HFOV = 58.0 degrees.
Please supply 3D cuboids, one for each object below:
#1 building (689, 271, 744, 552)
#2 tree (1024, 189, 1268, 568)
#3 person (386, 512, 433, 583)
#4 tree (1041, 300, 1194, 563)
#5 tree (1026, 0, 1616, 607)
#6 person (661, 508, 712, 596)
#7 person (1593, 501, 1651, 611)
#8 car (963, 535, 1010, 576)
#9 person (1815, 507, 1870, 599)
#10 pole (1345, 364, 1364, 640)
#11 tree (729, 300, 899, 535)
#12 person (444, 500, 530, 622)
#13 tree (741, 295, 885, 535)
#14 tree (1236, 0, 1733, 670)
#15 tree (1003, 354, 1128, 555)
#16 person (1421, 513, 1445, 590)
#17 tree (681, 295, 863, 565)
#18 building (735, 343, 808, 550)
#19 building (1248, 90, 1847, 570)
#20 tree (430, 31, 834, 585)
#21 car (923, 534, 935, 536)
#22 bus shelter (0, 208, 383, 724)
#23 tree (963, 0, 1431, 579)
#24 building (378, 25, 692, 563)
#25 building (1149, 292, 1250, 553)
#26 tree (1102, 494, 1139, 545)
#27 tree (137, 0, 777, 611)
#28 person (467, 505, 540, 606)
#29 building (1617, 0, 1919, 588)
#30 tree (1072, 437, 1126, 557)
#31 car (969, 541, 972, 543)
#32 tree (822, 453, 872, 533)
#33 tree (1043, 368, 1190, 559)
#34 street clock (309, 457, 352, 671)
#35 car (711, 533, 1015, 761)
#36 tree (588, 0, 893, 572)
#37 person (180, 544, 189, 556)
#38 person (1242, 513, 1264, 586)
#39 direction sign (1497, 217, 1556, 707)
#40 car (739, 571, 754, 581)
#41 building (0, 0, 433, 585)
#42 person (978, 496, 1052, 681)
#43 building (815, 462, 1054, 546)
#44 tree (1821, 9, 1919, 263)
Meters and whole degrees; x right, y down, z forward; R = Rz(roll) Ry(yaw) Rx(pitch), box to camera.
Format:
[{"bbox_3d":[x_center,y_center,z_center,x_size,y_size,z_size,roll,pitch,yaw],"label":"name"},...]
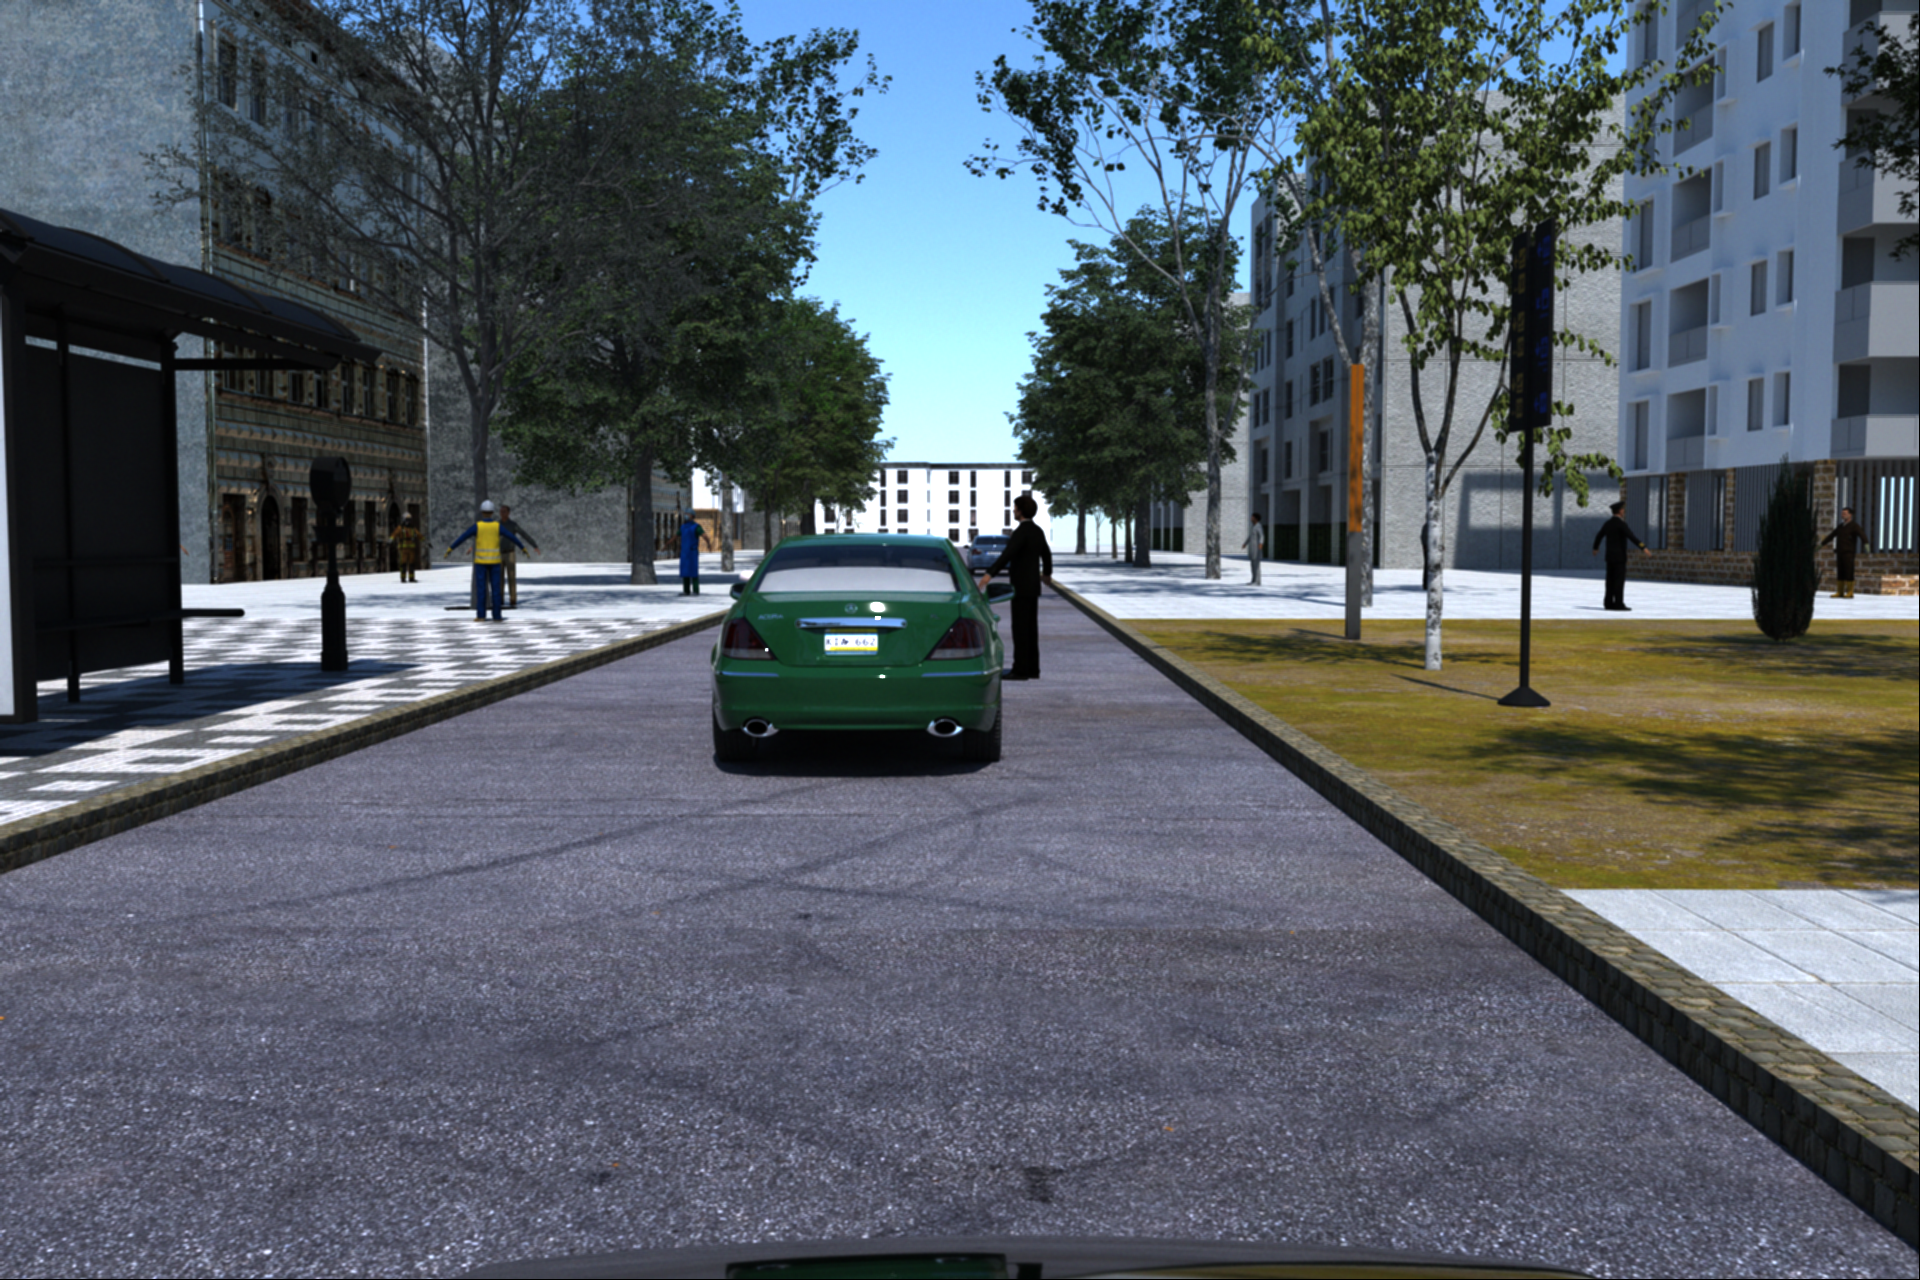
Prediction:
[{"bbox_3d":[-22.410,-16.417,124.832,16.016,20.090,11.380,0,4,1],"label":"building"},{"bbox_3d":[6.934,-9.738,65.870,9.857,13.997,8.962,0,3,0],"label":"tree"},{"bbox_3d":[-14.580,-2.444,45.733,0.705,1.858,1.354,3,5,41],"label":"person"},{"bbox_3d":[7.471,-9.236,76.771,9.928,11.665,9.643,0,3,0],"label":"tree"},{"bbox_3d":[7.588,-10.731,31.343,12.611,20.169,13.585,0,3,0],"label":"tree"},{"bbox_3d":[-5.590,-1.809,35.709,1.347,1.817,0.704,2,4,33],"label":"person"},{"bbox_3d":[11.045,-1.416,29.080,0.705,1.837,1.347,-1,4,-20],"label":"person"},{"bbox_3d":[1.129,-3.006,61.149,2.014,1.417,4.499,0,4,0],"label":"car"},{"bbox_3d":[17.677,-1.741,34.605,0.704,1.812,1.346,-1,4,-18],"label":"person"},{"bbox_3d":[4.773,-1.658,20.950,0.158,3.312,0.155,0,3,0],"label":"pole"},{"bbox_3d":[-8.207,-11.443,93.752,9.857,13.997,8.962,0,3,0],"label":"tree"},{"bbox_3d":[-6.915,-1.155,25.346,1.216,1.772,0.721,-1,4,-22],"label":"person"},{"bbox_3d":[-7.113,-10.072,82.808,7.486,12.596,7.792,0,3,0],"label":"tree"},{"bbox_3d":[4.477,-4.007,15.873,4.737,8.622,4.395,0,3,0],"label":"tree"},{"bbox_3d":[7.454,-12.207,106.232,9.857,13.997,8.962,0,3,0],"label":"tree"},{"bbox_3d":[10.844,-2.064,39.878,0.705,1.813,1.348,2,4,33],"label":"person"},{"bbox_3d":[-8.011,-9.003,72.955,9.928,11.665,9.643,0,3,0],"label":"tree"},{"bbox_3d":[-23.454,-19.363,147.509,19.493,23.208,18.063,0,4,1],"label":"building"},{"bbox_3d":[23.812,-12.925,77.777,16.747,18.905,31.486,0,4,1],"label":"building"},{"bbox_3d":[-8.099,-8.359,43.318,9.857,13.997,8.962,0,3,0],"label":"tree"},{"bbox_3d":[-1.657,-3.892,73.414,2.009,1.686,4.222,0,4,1],"label":"car"},{"bbox_3d":[-6.041,-1.124,12.302,2.014,3.302,5.546,0,4,1],"label":"bus shelter"},{"bbox_3d":[6.376,-11.719,47.495,12.611,20.169,13.585,0,3,0],"label":"tree"},{"bbox_3d":[-23.800,-15.504,84.423,19.493,23.208,18.063,0,4,0],"label":"building"},{"bbox_3d":[24.176,-16.441,135.267,16.747,18.905,31.486,0,4,1],"label":"building"},{"bbox_3d":[20.248,-17.789,197.498,9.857,13.997,8.962,0,3,0],"label":"tree"},{"bbox_3d":[-8.025,-7.248,28.882,12.009,13.543,11.850,0,3,0],"label":"tree"},{"bbox_3d":[-8.163,-1.516,31.065,1.348,1.796,0.705,0,4,5],"label":"person"},{"bbox_3d":[24.247,-11.741,48.379,16.016,20.090,11.380,0,4,0],"label":"building"},{"bbox_3d":[7.684,-9.008,97.647,4.360,8.622,3.978,0,3,0],"label":"tree"},{"bbox_3d":[1.644,-5.932,109.358,2.083,1.381,4.827,0,4,-1],"label":"car"},{"bbox_3d":[-7.497,-9.489,105.508,4.360,8.622,3.978,0,3,0],"label":"tree"},{"bbox_3d":[8.138,-9.507,89.853,8.767,10.594,7.601,1,4,15],"label":"tree"},{"bbox_3d":[-5.879,-0.713,16.225,0.358,2.002,0.471,0,4,0],"label":"street clock"},{"bbox_3d":[-0.647,-0.034,12.350,2.131,1.459,4.920,0,4,0],"label":"car"},{"bbox_3d":[-9.173,-12.321,57.335,12.611,20.169,13.585,0,3,0],"label":"tree"},{"bbox_3d":[-13.489,-1.352,28.908,0.721,1.733,1.217,3,4,39],"label":"person"},{"bbox_3d":[7.353,-2.266,43.233,0.705,1.806,1.347,-1,4,-9],"label":"person"},{"bbox_3d":[4.234,-1.278,12.898,0.379,3.537,0.876,0,3,0],"label":"direction sign"},{"bbox_3d":[-1.509,-0.502,20.574,2.083,1.381,4.827,0,4,0],"label":"car"},{"bbox_3d":[-28.206,-13.541,52.323,19.493,23.208,18.063,0,3,0],"label":"building"},{"bbox_3d":[0.612,-0.516,17.075,0.705,1.806,1.347,2,4,31],"label":"person"},{"bbox_3d":[-3.282,-15.771,202.462,28.070,9.664,9.099,0,4,8],"label":"building"},{"bbox_3d":[10.919,-4.872,14.069,7.601,10.594,8.767,0,4,7],"label":"tree"}]
